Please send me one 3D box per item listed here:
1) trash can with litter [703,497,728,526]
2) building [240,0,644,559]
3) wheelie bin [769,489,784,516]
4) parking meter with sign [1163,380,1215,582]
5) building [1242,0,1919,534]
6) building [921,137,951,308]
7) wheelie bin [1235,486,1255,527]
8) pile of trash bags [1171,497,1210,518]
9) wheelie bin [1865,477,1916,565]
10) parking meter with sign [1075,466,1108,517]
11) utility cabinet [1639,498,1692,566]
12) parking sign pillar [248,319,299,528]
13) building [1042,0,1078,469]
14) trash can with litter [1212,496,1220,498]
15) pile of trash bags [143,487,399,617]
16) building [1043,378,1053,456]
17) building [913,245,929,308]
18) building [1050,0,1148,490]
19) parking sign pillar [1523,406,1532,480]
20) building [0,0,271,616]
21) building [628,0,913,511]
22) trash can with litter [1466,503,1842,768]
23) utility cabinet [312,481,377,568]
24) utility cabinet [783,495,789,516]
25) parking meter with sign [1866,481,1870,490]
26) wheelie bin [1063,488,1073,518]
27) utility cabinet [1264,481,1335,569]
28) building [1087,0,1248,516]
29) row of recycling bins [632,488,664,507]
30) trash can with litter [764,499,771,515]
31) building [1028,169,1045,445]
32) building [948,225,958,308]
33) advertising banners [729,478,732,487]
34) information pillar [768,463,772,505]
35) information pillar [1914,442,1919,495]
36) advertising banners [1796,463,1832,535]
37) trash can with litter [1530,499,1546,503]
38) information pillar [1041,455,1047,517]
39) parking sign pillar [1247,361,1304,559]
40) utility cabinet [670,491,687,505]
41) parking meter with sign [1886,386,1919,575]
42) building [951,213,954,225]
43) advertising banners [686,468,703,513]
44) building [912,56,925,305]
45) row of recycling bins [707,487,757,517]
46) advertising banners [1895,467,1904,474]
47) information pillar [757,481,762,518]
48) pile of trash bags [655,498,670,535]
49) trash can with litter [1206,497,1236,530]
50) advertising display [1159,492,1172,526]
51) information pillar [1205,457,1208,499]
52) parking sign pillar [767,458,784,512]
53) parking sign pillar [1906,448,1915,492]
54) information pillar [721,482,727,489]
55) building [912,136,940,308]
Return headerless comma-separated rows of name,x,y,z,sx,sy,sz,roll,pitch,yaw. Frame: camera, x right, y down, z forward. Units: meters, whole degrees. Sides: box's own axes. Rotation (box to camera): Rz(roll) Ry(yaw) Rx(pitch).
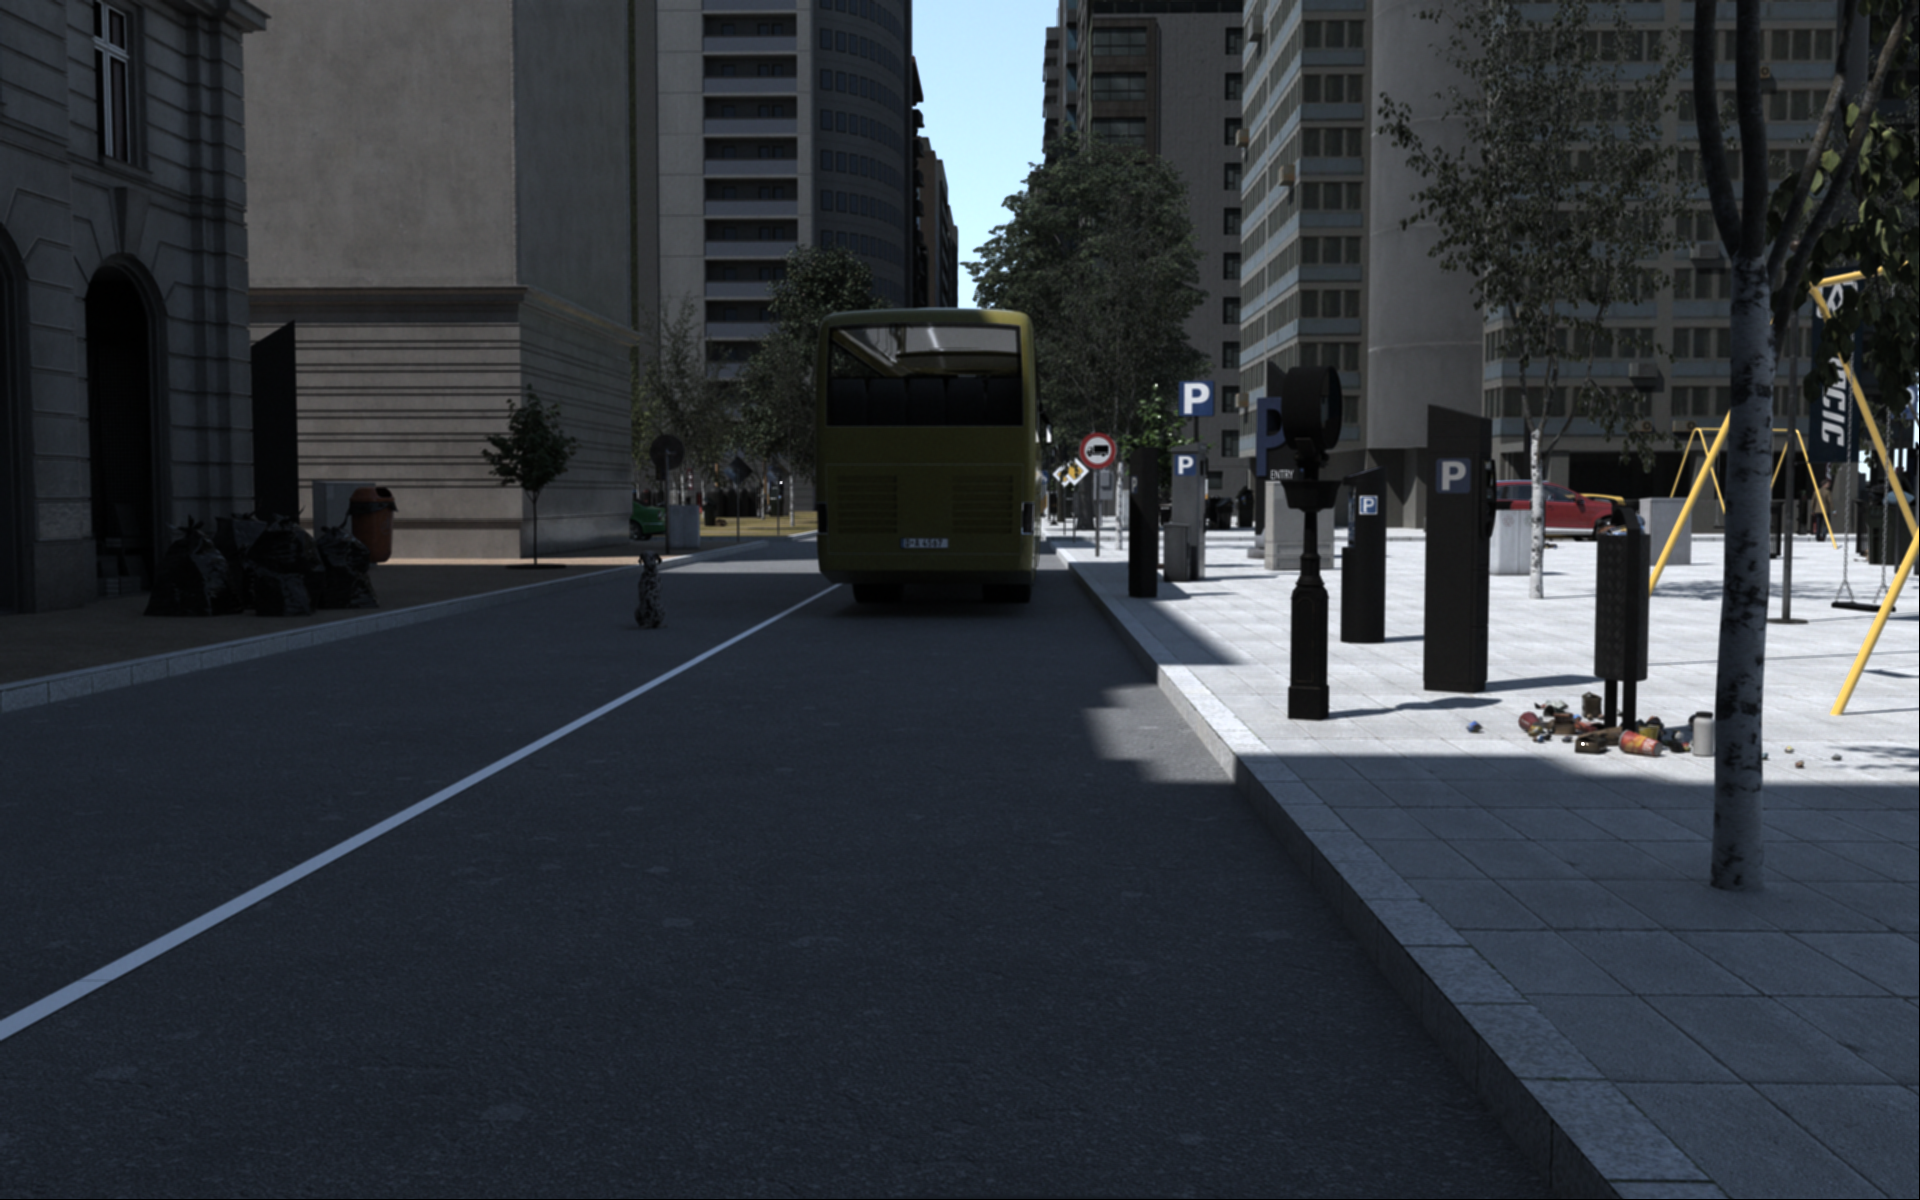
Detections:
trash can with litter,-9.724,-3.521,68.962,1.055,1.170,0.624,2,4,29
building,-18.306,-12.398,38.864,21.152,22.565,11.583,0,4,2
wheelie bin,-10.522,-5.595,99.383,0.980,1.594,0.693,2,4,35
parking meter with sign,3.402,-1.815,25.934,0.543,3.016,1.738,1,4,17
building,24.498,-23.178,70.845,23.993,40.220,32.217,0,4,2
building,-12.646,-37.611,238.636,21.300,48.544,21.600,0,4,2
wheelie bin,11.060,-3.623,67.152,0.693,1.594,0.980,0,4,-2
pile of trash bags,12.669,-5.089,92.960,3.447,1.369,1.912,0,4,-7
wheelie bin,16.872,-1.435,31.366,0.693,1.594,0.980,-1,4,-15
parking meter with sign,7.228,-6.061,95.360,1.738,3.016,0.543,1,4,12
utility cabinet,12.683,-1.223,31.159,1.020,1.237,0.306,-2,4,-25
parking sign pillar,-10.927,-2.341,26.743,1.447,3.967,1.447,-1,4,-23
building,19.013,-33.275,163.648,23.786,49.044,30.456,0,4,2
trash can with litter,10.897,-3.967,75.919,2.233,1.210,1.678,-3,5,-45
pile of trash bags,-7.458,-0.605,19.642,1.912,1.369,3.447,1,4,13
building,17.624,-27.513,221.540,14.160,30.474,14.107,0,4,2
building,-10.767,-25.780,193.207,14.160,30.474,14.107,0,4,2
building,17.712,-42.768,137.514,20.563,71.187,20.611,0,4,2
parking sign pillar,17.696,-3.988,53.679,1.447,3.967,1.447,1,4,20
building,-15.928,-10.407,11.959,13.314,21.916,24.055,0,4,2
building,-15.164,-36.727,142.481,21.231,58.520,28.212,0,4,2
trash can with litter,3.574,0.110,9.256,1.678,1.210,2.233,1,4,11
utility cabinet,-10.387,-1.261,29.292,0.318,1.500,1.173,1,4,23
utility cabinet,-10.558,-5.570,102.236,0.306,1.237,1.020,3,5,42
parking meter with sign,52.867,-6.390,100.745,1.738,3.016,0.543,2,4,32
wheelie bin,5.501,-5.103,91.344,0.693,1.594,0.980,3,5,44
utility cabinet,5.747,-1.259,29.269,1.173,1.500,0.318,-1,4,-20
building,14.688,-20.420,105.566,14.160,30.474,14.107,0,4,2
row of recycling bins,-23.151,-7.214,125.062,3.534,1.692,1.069,-1,4,-21
trash can with litter,-12.035,-5.844,106.934,1.055,1.170,0.624,-2,4,-25
building,25.206,-41.843,273.375,28.713,52.752,27.495,0,4,2
building,-7.476,-35.042,256.530,14.154,41.232,14.086,0,4,2
advertising banners,-14.974,-7.311,115.729,0.090,3.025,2.074,2,4,24
information pillar,-13.457,-8.073,123.344,0.504,3.616,0.183,2,4,24
information pillar,42.744,-5.255,77.274,0.183,3.616,0.504,0,4,-4
advertising banners,26.946,-3.567,54.516,2.074,3.025,0.090,-2,4,-35
trash can with litter,13.366,-1.836,41.075,2.233,1.210,1.678,-3,4,-36
information pillar,4.687,-6.480,97.295,0.504,3.616,0.183,-3,5,-41
parking sign pillar,6.483,-2.821,34.595,1.447,3.967,1.447,-2,4,-30
utility cabinet,-19.801,-6.920,121.826,1.173,1.500,0.318,-1,4,-9
parking meter with sign,15.373,-1.885,27.078,0.543,3.016,1.738,-1,4,-18
building,-11.878,-39.789,274.248,21.300,48.544,21.600,0,4,2
advertising banners,-17.335,-7.294,115.440,2.074,3.025,0.090,1,4,20
building,-14.901,-31.609,171.432,22.147,44.769,28.867,0,4,2
row of recycling bins,-12.574,-5.458,96.356,1.069,1.692,3.534,3,4,39
advertising banners,59.917,-7.089,112.097,2.074,3.025,0.090,1,4,19
information pillar,-10.817,-5.469,93.908,0.304,2.012,0.304,-3,4,-38
pile of trash bags,-10.567,-2.753,54.772,3.447,1.369,1.912,1,4,17
trash can with litter,9.360,-3.118,62.363,1.055,1.170,0.624,-2,4,-30
advertising display,8.267,-3.951,69.820,0.974,1.923,0.123,1,4,22
information pillar,13.455,-6.377,95.612,0.504,3.616,0.183,3,4,36
parking sign pillar,-12.751,-8.046,120.022,1.447,3.967,1.447,-3,4,-38
parking sign pillar,51.702,-6.413,93.322,1.447,3.967,1.447,2,4,31
information pillar,-14.245,-6.122,104.580,0.304,2.012,0.304,-1,4,-22
building,-9.759,-34.894,220.631,14.600,45.320,14.200,0,4,2
